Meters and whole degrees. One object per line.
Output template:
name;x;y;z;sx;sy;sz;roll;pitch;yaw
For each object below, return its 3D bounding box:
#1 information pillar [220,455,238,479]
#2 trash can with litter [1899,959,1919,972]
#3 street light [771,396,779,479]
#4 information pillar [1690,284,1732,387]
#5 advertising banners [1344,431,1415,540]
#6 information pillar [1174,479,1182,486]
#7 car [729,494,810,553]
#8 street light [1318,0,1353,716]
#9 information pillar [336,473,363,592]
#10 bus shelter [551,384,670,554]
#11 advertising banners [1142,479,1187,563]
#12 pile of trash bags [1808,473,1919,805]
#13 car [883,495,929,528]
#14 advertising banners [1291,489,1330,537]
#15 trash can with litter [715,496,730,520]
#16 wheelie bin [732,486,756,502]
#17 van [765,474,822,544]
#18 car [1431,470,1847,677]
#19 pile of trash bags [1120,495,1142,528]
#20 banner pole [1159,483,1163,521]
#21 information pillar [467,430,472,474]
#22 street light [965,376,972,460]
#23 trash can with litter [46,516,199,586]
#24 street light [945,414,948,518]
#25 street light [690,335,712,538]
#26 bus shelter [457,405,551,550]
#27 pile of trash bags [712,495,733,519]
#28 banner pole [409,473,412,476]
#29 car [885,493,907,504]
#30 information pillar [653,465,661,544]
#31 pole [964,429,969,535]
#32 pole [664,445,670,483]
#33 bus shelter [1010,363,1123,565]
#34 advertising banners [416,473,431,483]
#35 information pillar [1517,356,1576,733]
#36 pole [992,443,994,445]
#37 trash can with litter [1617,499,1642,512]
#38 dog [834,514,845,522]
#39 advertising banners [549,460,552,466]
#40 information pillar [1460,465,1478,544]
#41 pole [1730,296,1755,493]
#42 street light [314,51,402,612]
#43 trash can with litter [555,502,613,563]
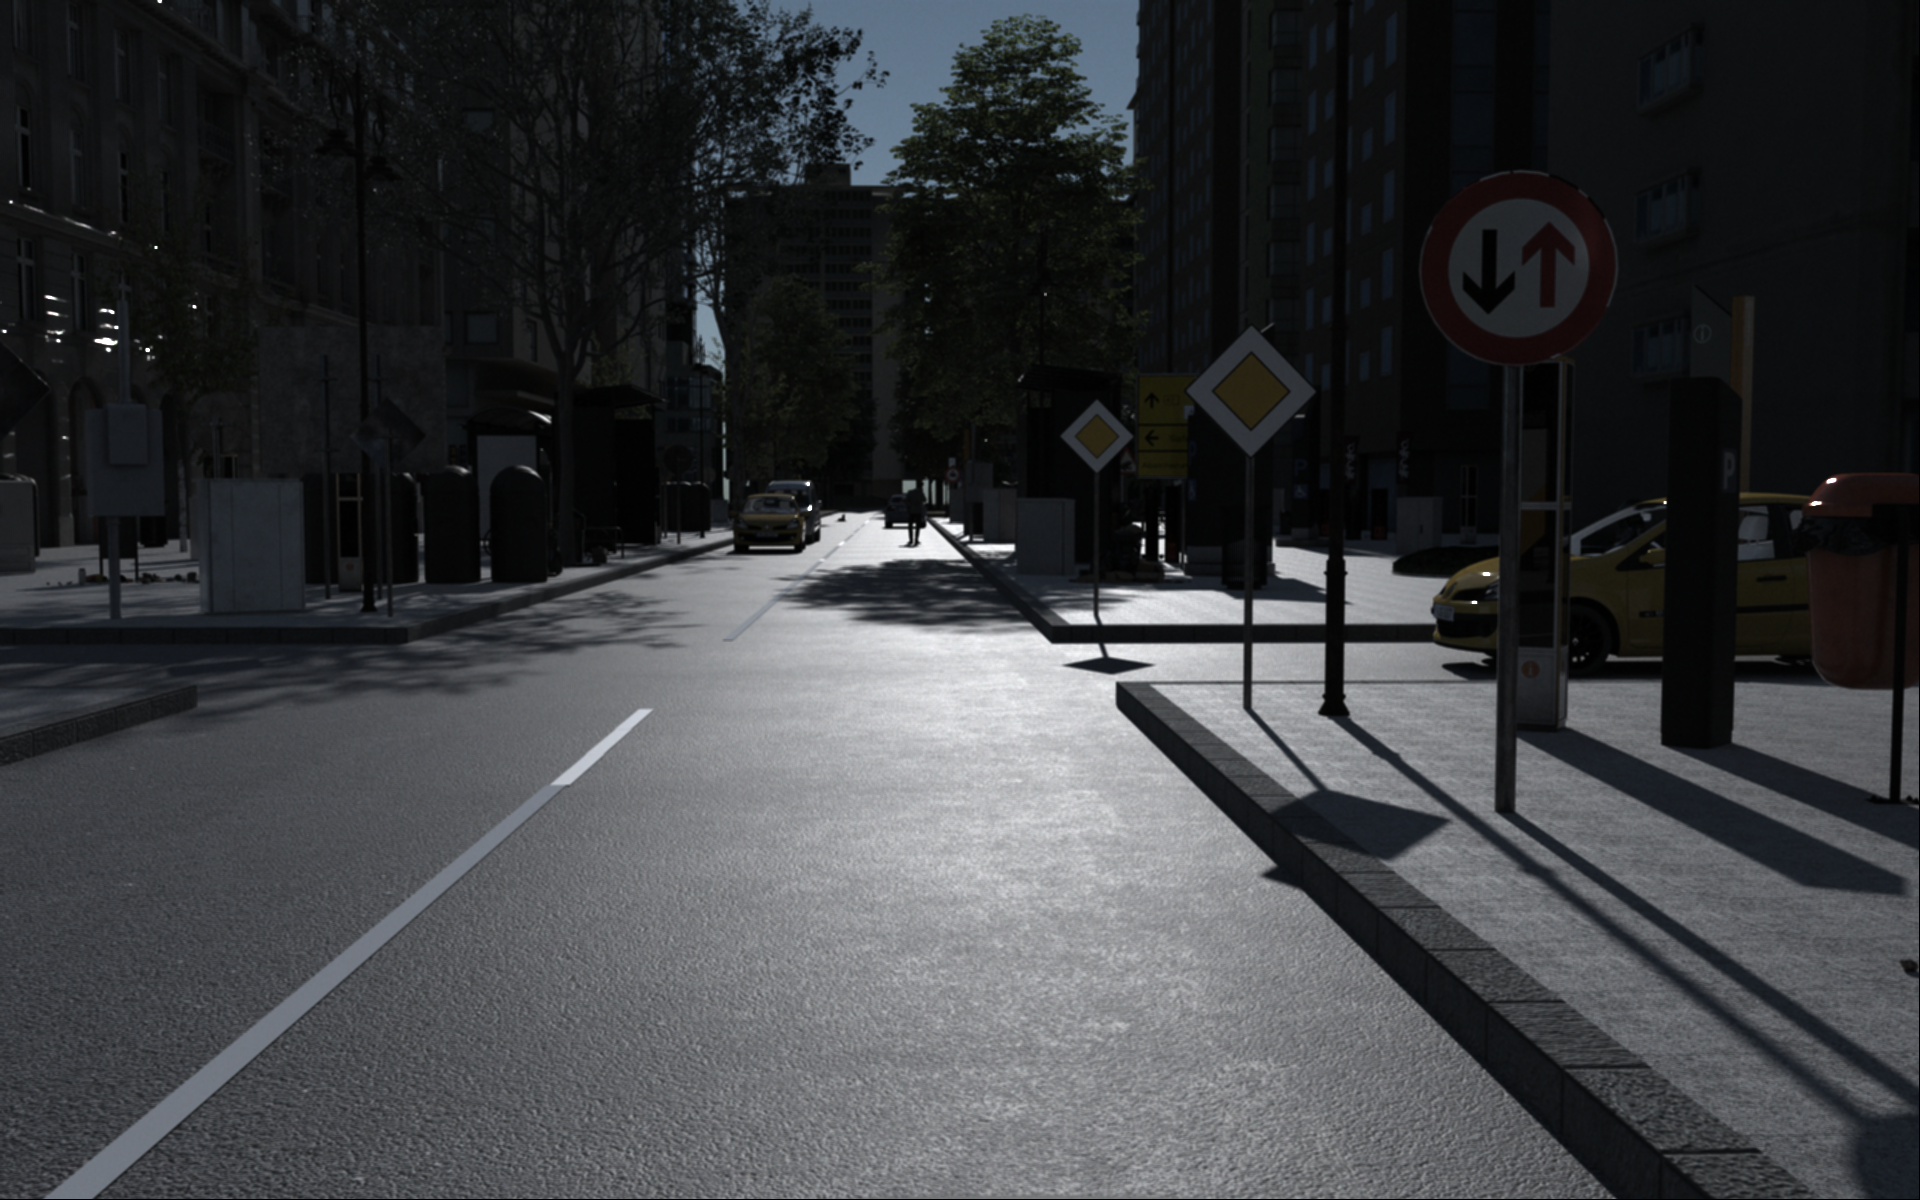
information pillar;-13.645;-1.702;32.317;0.304;2.012;0.304;-1;4;-12
trash can with litter;3.785;0.391;4.665;2.233;1.210;1.678;2;4;26
street light;-8.717;-6.659;81.668;0.468;5.910;1.993;0;4;-2
information pillar;8.321;-1.706;19.251;0.183;3.616;0.504;-3;4;-38
advertising banners;11.679;-3.188;48.305;2.074;3.025;0.090;-1;4;-9
information pillar;10.301;-5.504;81.348;0.504;3.616;0.183;1;4;21
car;-4.775;-2.048;43.705;2.015;1.641;3.980;0;4;-3
street light;2.179;-2.271;9.915;0.468;5.910;1.993;0;4;-2
information pillar;-7.980;-1.112;22.679;0.304;2.012;0.304;-1;4;-11
bus shelter;-7.971;-2.981;40.016;1.731;3.624;6.357;0;4;-2
advertising banners;3.959;-2.211;32.339;0.090;3.025;2.074;-2;4;-24
pile of trash bags;5.310;0.150;7.301;3.447;1.369;1.912;0;4;4
car;-2.331;-3.841;74.806;2.014;1.417;4.499;0;4;0
advertising banners;10.942;-3.401;51.796;2.074;3.025;0.090;0;4;-5
trash can with litter;-11.940;-4.512;84.823;2.233;1.210;1.678;3;5;39
wheelie bin;-8.396;-3.621;67.118;0.693;1.594;0.980;-3;5;-41
van;-5.053;-2.705;51.238;2.013;2.044;4.112;0;4;-1
car;5.957;-0.252;14.339;3.980;1.641;2.015;0;4;-2
pile of trash bags;3.004;-2.144;44.811;1.912;1.369;3.447;-3;5;-40
banner pole;9.676;-5.704;83.277;0.401;3.779;0.863;1;4;16
information pillar;-14.107;-3.610;50.379;0.183;3.616;0.504;2;4;24
street light;0.308;-5.443;61.786;0.468;5.910;1.993;0;4;-2
trash can with litter;-11.834;-0.858;25.081;2.233;1.210;1.678;0;4;-4
street light;-0.737;-7.353;93.009;0.468;5.910;1.993;0;4;-2
street light;-7.530;-4.750;50.451;0.468;5.910;1.993;0;4;-2
bus shelter;-10.512;-2.954;42.217;2.014;3.302;5.546;0;4;-2
pile of trash bags;-11.991;-4.900;89.871;3.447;1.369;1.912;-3;4;-36
banner pole;-14.303;-3.315;44.215;0.401;3.779;0.863;2;4;33
car;-3.454;-5.792;103.744;2.155;1.783;4.494;0;4;-1
information pillar;-7.890;-2.444;44.452;0.304;2.012;0.304;1;4;22
pole;0.207;-3.709;54.493;0.158;3.312;0.155;0;3;0
pole;-12.121;-4.765;71.746;0.158;3.312;0.155;0;3;0
bus shelter;2.039;-2.630;34.284;1.731;3.624;6.357;0;4;-2
advertising banners;-13.524;-2.771;41.492;2.074;3.025;0.090;-3;5;-41
information pillar;3.149;-0.302;9.436;0.304;2.012;0.304;2;4;28
pole;1.191;-4.360;65.135;0.158;3.312;0.155;0;3;0
trash can with litter;13.569;-1.448;35.054;0.624;1.170;1.055;2;4;35
dog;-6.230;-4.286;90.263;0.748;0.427;0.550;-1;4;-14
advertising banners;-21.769;-5.720;89.702;2.074;3.025;0.090;0;4;4
information pillar;12.978;-2.426;44.162;0.304;2.012;0.304;-1;4;-13
pole;8.076;-1.474;17.950;0.158;3.312;0.155;0;3;0
street light;-6.447;-2.809;18.712;0.468;5.910;1.993;0;4;-2
trash can with litter;-7.018;-1.280;32.313;1.055;1.170;0.624;-1;4;-11
